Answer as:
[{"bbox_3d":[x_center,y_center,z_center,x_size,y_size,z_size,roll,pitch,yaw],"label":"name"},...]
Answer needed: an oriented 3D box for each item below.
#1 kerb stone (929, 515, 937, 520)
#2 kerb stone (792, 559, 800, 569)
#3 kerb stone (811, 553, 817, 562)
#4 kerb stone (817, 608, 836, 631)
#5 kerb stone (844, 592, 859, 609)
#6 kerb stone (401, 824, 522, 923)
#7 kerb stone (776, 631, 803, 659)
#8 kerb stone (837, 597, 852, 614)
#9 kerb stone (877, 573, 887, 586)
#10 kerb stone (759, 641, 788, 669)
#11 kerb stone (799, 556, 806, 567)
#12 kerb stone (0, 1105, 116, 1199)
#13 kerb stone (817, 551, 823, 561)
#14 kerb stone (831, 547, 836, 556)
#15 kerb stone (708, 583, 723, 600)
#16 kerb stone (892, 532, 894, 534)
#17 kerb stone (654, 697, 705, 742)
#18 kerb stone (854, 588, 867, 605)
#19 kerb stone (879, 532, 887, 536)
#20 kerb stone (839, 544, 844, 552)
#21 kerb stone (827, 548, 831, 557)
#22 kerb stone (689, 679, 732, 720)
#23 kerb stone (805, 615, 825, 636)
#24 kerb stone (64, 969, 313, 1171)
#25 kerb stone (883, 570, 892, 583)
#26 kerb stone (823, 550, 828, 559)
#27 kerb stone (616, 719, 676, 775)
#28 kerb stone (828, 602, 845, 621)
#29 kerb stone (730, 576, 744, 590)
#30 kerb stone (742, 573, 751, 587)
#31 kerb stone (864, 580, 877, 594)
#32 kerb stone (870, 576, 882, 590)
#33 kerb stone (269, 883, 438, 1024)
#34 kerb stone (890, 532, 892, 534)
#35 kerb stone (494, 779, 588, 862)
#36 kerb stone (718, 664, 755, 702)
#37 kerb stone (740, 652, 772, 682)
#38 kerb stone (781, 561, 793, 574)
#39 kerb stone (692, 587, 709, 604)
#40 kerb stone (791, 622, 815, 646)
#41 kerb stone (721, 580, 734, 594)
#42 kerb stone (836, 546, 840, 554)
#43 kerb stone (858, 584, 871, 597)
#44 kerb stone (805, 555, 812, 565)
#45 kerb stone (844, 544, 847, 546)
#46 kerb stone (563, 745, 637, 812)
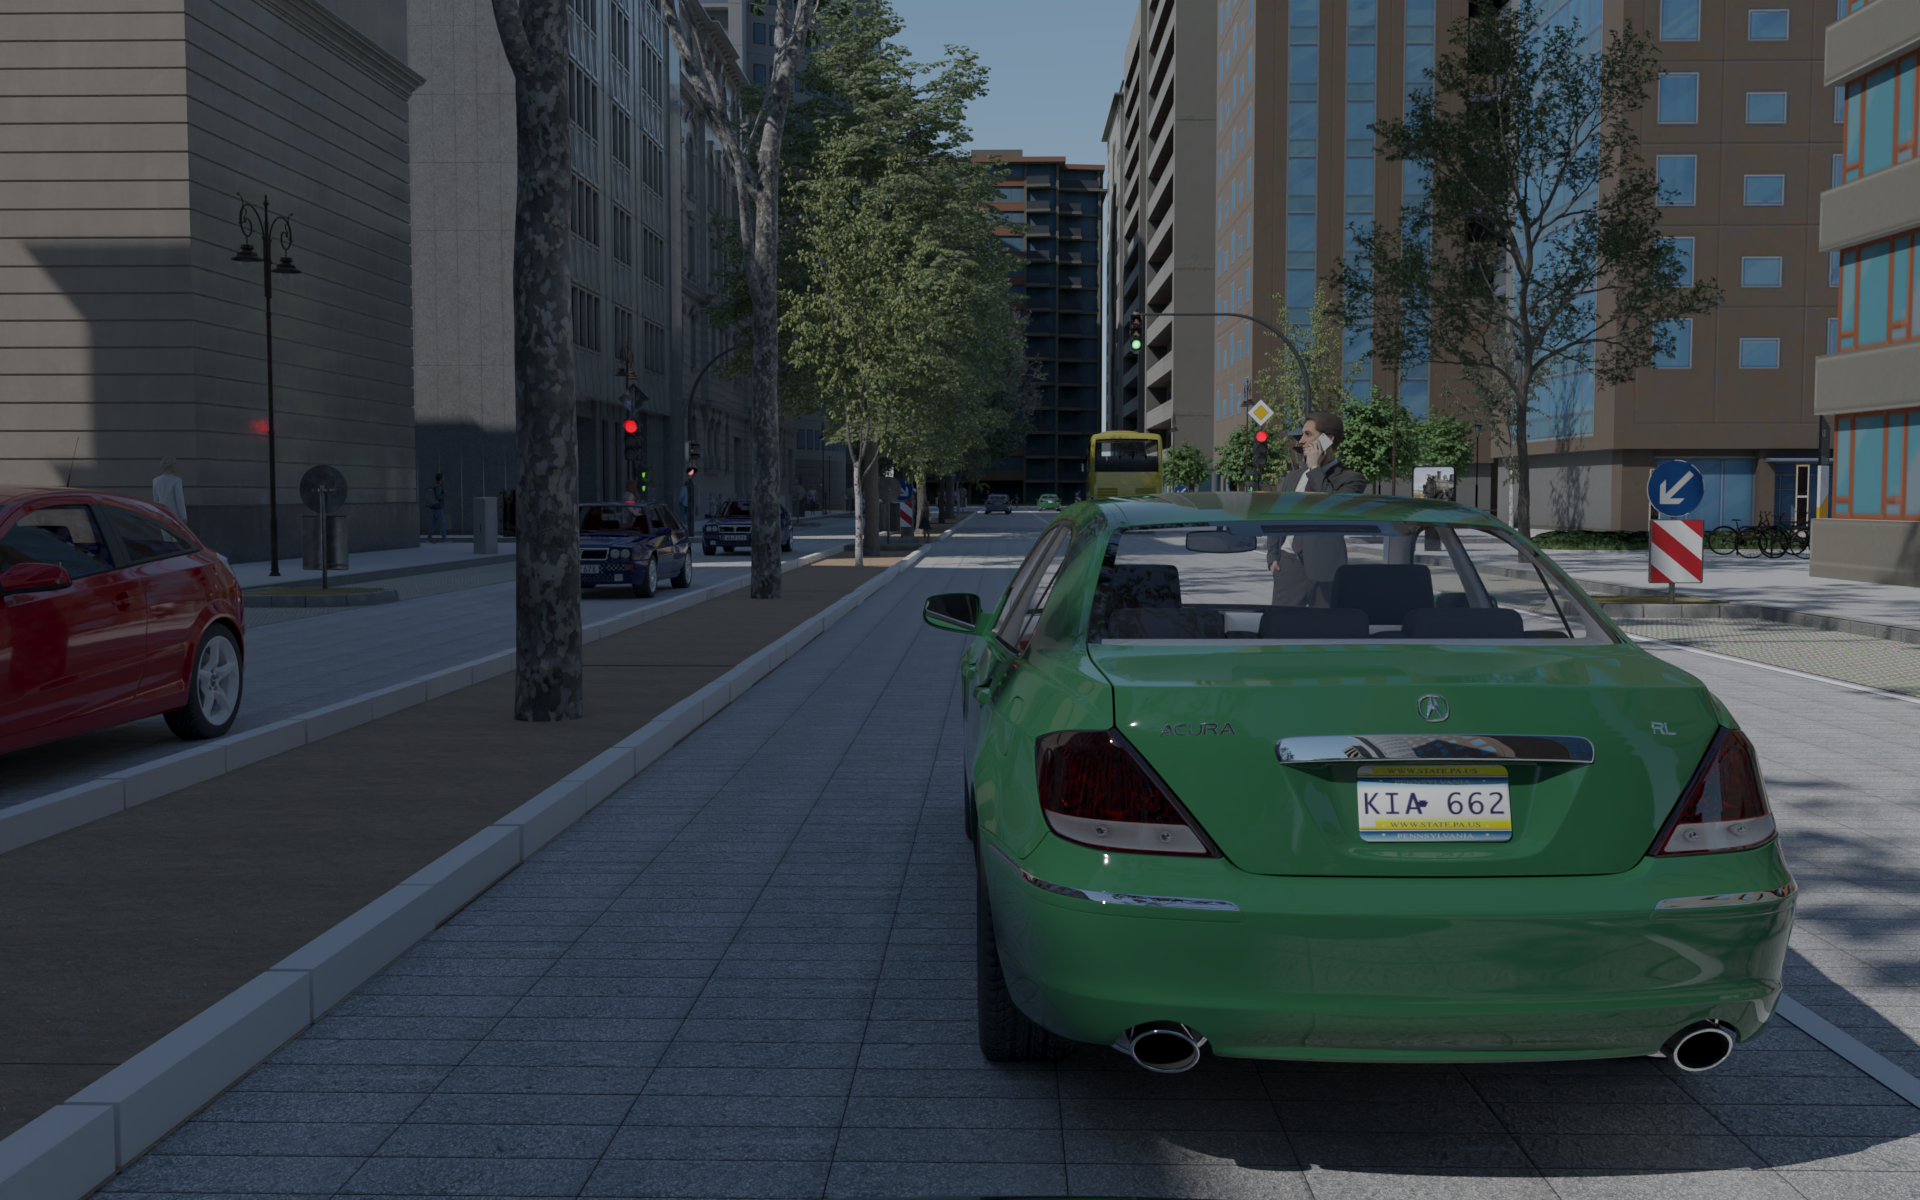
[{"bbox_3d":[-1.539,-4.767,100.130,0.120,0.150,1.000,0,4,1],"label":"kerb stone"},{"bbox_3d":[-3.216,-0.657,32.937,0.120,0.150,1.000,0,4,1],"label":"kerb stone"},{"bbox_3d":[-3.130,-0.842,36.001,0.120,0.150,1.000,0,4,1],"label":"kerb stone"},{"bbox_3d":[-1.459,0.225,18.520,0.120,0.150,1.000,0,4,1],"label":"kerb stone"},{"bbox_3d":[-1.392,0.036,21.613,0.120,0.150,1.000,0,4,1],"label":"kerb stone"},{"bbox_3d":[-1.778,0.981,6.212,0.120,0.150,1.000,0,4,1],"label":"kerb stone"},{"bbox_3d":[-1.541,0.413,15.446,0.120,0.150,1.000,0,4,1],"label":"kerb stone"},{"bbox_3d":[-1.413,0.103,20.578,0.120,0.150,1.000,0,4,1],"label":"kerb stone"},{"bbox_3d":[-1.265,-0.277,26.735,0.120,0.150,1.000,0,4,1],"label":"kerb stone"},{"bbox_3d":[-1.574,0.476,14.409,0.120,0.150,1.000,0,4,1],"label":"kerb stone"},{"bbox_3d":[-3.178,-0.719,33.958,0.120,0.150,1.000,0,4,1],"label":"kerb stone"},{"bbox_3d":[-1.848,1.166,3.139,0.120,0.150,1.000,0,4,1],"label":"kerb stone"},{"bbox_3d":[-3.103,-0.904,37.023,0.120,0.150,1.000,0,4,1],"label":"kerb stone"},{"bbox_3d":[-3.028,-1.090,40.094,0.120,0.150,1.000,0,4,1],"label":"kerb stone"},{"bbox_3d":[-3.429,-0.093,23.722,0.120,0.150,1.000,0,4,1],"label":"kerb stone"},{"bbox_3d":[-2.514,-2.381,61.124,0.120,0.150,1.000,0,4,1],"label":"kerb stone"},{"bbox_3d":[-1.680,0.727,10.317,0.120,0.150,1.000,0,4,1],"label":"kerb stone"},{"bbox_3d":[-1.355,-0.020,22.642,0.120,0.150,1.000,0,4,1],"label":"kerb stone"},{"bbox_3d":[-2.585,-2.191,58.059,0.120,0.150,1.000,0,4,1],"label":"kerb stone"},{"bbox_3d":[-2.981,-1.221,42.152,0.120,0.150,1.000,0,4,1],"label":"kerb stone"},{"bbox_3d":[-3.066,-1.029,39.072,0.120,0.150,1.000,0,4,1],"label":"kerb stone"},{"bbox_3d":[-1.650,0.666,11.341,0.120,0.150,1.000,0,4,1],"label":"kerb stone"},{"bbox_3d":[-1.501,0.287,17.496,0.120,0.150,1.000,0,4,1],"label":"kerb stone"},{"bbox_3d":[-1.821,1.105,4.160,0.120,0.150,1.000,0,4,1],"label":"kerb stone"},{"bbox_3d":[-1.231,-0.340,27.759,0.120,0.150,1.000,0,4,1],"label":"kerb stone"},{"bbox_3d":[-3.076,-0.969,38.050,0.120,0.150,1.000,0,4,1],"label":"kerb stone"},{"bbox_3d":[-1.693,0.790,9.292,0.120,0.150,1.000,0,4,1],"label":"kerb stone"},{"bbox_3d":[-1.439,0.162,19.552,0.120,0.150,1.000,0,4,1],"label":"kerb stone"},{"bbox_3d":[-3.393,-0.218,25.766,0.120,0.150,1.000,0,4,1],"label":"kerb stone"},{"bbox_3d":[-3.360,-0.279,26.787,0.120,0.150,1.000,0,4,1],"label":"kerb stone"},{"bbox_3d":[-1.317,-0.152,24.686,0.120,0.150,1.000,0,4,1],"label":"kerb stone"},{"bbox_3d":[-1.293,-0.215,25.707,0.120,0.150,1.000,0,4,1],"label":"kerb stone"},{"bbox_3d":[-1.794,1.041,5.182,0.120,0.150,1.000,0,4,1],"label":"kerb stone"},{"bbox_3d":[-2.533,-2.317,60.103,0.120,0.150,1.000,0,4,1],"label":"kerb stone"},{"bbox_3d":[-1.743,0.915,7.235,0.120,0.150,1.000,0,4,1],"label":"kerb stone"},{"bbox_3d":[-1.617,0.602,12.363,0.120,0.150,1.000,0,4,1],"label":"kerb stone"},{"bbox_3d":[-1.602,0.539,13.387,0.120,0.150,1.000,0,4,1],"label":"kerb stone"},{"bbox_3d":[-3.240,-0.594,31.908,0.120,0.150,1.000,0,4,1],"label":"kerb stone"},{"bbox_3d":[-3.466,-0.031,22.701,0.120,0.150,1.000,0,4,1],"label":"kerb stone"},{"bbox_3d":[-1.522,0.350,16.474,0.120,0.150,1.000,0,4,1],"label":"kerb stone"},{"bbox_3d":[-3.408,-0.151,24.744,0.120,0.150,1.000,0,4,1],"label":"kerb stone"},{"bbox_3d":[-3.010,-1.152,41.123,0.120,0.150,1.000,0,4,1],"label":"kerb stone"},{"bbox_3d":[-1.343,-0.090,23.664,0.120,0.150,1.000,0,4,1],"label":"kerb stone"},{"bbox_3d":[-3.159,-0.776,34.980,0.120,0.150,1.000,0,4,1],"label":"kerb stone"},{"bbox_3d":[-2.959,-1.284,43.182,0.120,0.150,1.000,0,4,1],"label":"kerb stone"},{"bbox_3d":[-1.720,0.853,8.256,0.120,0.150,1.000,0,4,1],"label":"kerb stone"}]
